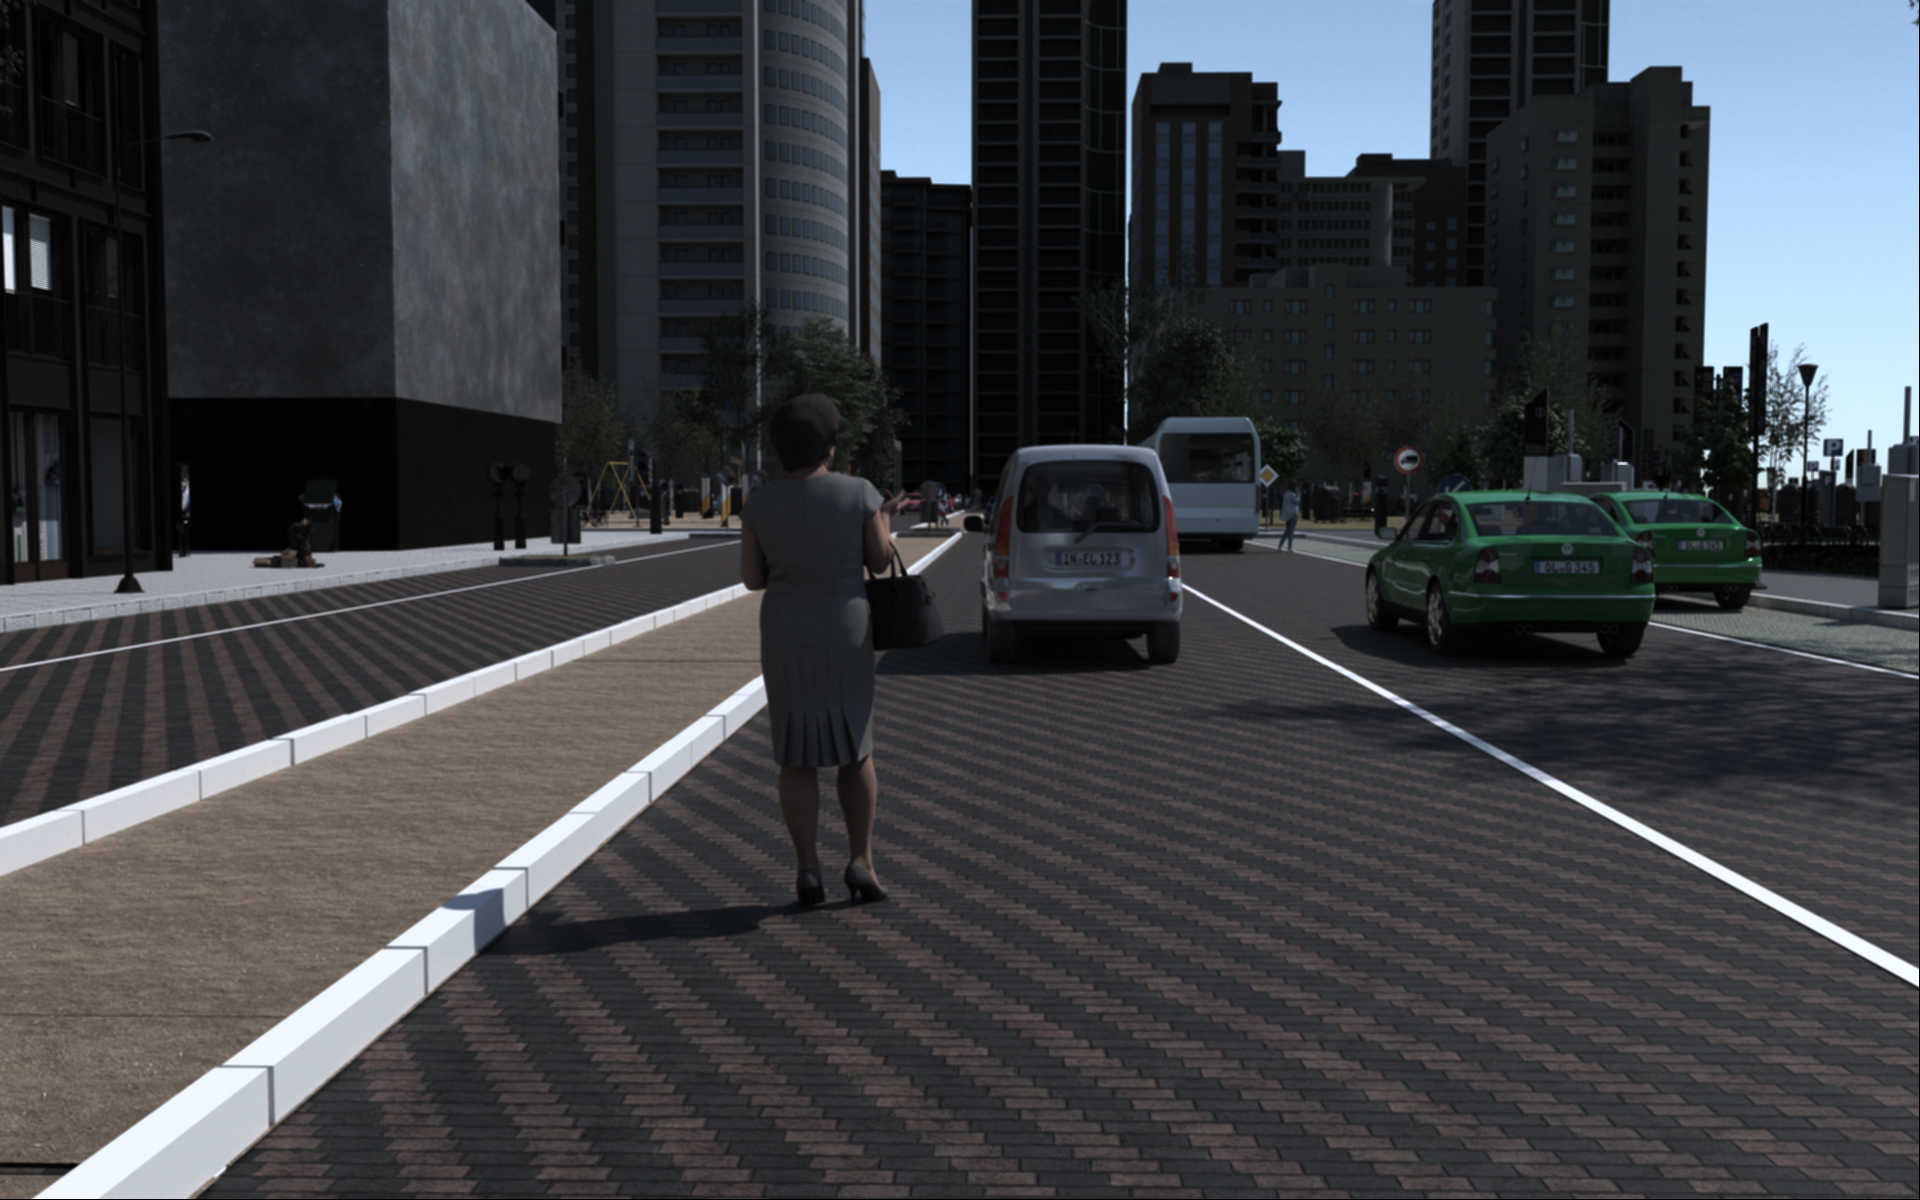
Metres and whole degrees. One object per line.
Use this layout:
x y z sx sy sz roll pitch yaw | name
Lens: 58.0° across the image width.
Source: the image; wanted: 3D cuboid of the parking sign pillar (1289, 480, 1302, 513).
22.809 -7.972 118.818 1.447 3.967 1.447 0 4 6 | parking sign pillar

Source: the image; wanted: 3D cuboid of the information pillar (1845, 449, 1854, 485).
46.362 -6.052 90.299 0.183 3.616 0.504 -1 4 -13 | information pillar

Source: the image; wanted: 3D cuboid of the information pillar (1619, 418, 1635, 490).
20.469 -3.787 53.280 0.183 3.616 0.504 -3 5 -41 | information pillar

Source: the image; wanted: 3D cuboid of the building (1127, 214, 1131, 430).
29.799 -33.535 231.895 14.086 41.232 14.154 0 4 2 | building

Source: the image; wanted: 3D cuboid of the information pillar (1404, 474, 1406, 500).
27.486 -7.045 106.537 0.183 3.616 0.504 -1 4 -19 | information pillar

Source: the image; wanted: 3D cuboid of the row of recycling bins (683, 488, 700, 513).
-18.809 -6.919 120.231 1.069 1.692 3.534 0 4 7 | row of recycling bins

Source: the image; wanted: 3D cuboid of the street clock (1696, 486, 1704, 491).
41.015 -5.594 96.025 0.471 2.002 0.358 1 4 15 | street clock

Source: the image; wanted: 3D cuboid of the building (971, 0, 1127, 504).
12.061 -48.698 234.463 20.611 71.187 20.563 0 4 2 | building

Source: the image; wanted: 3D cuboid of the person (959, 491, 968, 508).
0.395 -10.391 178.909 1.217 1.766 0.721 3 5 41 | person

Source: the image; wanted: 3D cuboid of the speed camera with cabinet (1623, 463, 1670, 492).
20.137 -3.505 51.641 2.038 3.252 0.660 -1 4 -16 | speed camera with cabinet

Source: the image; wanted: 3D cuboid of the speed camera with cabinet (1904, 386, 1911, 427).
17.770 -2.259 31.277 0.660 3.252 2.038 -1 4 -16 | speed camera with cabinet

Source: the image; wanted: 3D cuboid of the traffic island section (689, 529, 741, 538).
-7.762 -2.161 57.616 2.009 0.180 2.903 0 4 2 | traffic island section

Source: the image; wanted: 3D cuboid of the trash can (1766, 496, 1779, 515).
50.472 -5.871 107.646 0.748 1.137 0.748 0 3 0 | trash can

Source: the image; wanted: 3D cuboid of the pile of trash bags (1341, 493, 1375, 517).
21.255 -5.220 95.100 3.447 1.369 1.912 -2 4 -27 | pile of trash bags

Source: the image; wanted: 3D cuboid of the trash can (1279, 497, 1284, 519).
16.017 -4.485 84.985 0.748 1.137 0.748 0 3 0 | trash can

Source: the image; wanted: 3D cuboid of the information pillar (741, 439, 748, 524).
-9.151 -5.030 73.598 0.183 3.616 0.504 -2 4 -26 | information pillar

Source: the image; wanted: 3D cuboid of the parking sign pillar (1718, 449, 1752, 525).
32.544 -5.143 72.567 1.447 3.967 1.447 -1 4 -12 | parking sign pillar

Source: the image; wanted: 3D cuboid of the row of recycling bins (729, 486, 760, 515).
-13.074 -6.085 106.602 1.069 1.692 3.534 2 4 33 | row of recycling bins

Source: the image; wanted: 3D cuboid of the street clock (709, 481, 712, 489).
-13.974 -5.594 96.031 0.471 2.002 0.358 -1 4 -22 | street clock

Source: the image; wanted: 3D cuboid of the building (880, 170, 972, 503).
-12.638 -35.619 237.000 28.867 44.769 22.147 0 4 2 | building

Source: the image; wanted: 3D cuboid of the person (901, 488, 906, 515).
-3.910 -6.718 118.149 0.447 1.846 0.655 0 4 8 | person

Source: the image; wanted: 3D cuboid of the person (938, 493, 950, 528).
-0.712 -3.866 71.976 0.793 1.790 0.793 2 4 28 | person

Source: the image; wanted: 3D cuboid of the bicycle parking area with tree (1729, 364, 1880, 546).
21.317 -3.168 38.798 8.231 4.147 9.016 0 4 7 | bicycle parking area with tree

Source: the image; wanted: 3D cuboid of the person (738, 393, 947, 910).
-0.402 0.169 6.093 0.716 1.782 0.532 0 4 3 | person

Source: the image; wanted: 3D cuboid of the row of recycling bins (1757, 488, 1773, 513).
55.787 -6.924 120.316 1.069 1.692 3.534 0 4 -2 | row of recycling bins

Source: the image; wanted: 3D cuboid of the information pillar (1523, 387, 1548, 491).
12.625 -2.851 37.972 0.504 3.616 0.183 1 4 23 | information pillar

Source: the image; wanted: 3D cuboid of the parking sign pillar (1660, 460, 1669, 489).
55.058 -9.028 136.077 1.447 3.967 1.447 -2 4 -24 | parking sign pillar

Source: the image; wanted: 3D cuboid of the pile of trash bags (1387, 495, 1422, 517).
26.192 -5.463 99.070 3.447 1.369 1.912 0 4 -2 | pile of trash bags

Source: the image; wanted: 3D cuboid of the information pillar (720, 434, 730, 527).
-9.170 -4.668 67.680 0.183 3.616 0.504 2 4 31 | information pillar

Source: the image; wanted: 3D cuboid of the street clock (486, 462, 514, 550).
-10.514 -2.133 39.451 0.471 2.002 0.358 -2 4 -32 | street clock

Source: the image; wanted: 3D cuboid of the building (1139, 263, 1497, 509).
31.358 -19.236 159.555 27.650 21.520 28.899 0 4 2 | building

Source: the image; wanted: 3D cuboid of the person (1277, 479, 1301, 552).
8.098 -2.071 42.631 0.793 1.790 0.793 3 5 43 | person

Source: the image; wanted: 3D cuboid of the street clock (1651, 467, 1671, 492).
18.903 -2.578 46.728 0.471 2.002 0.358 -1 4 -21 | street clock

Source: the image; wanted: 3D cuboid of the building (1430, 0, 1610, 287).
75.626 -48.586 232.634 20.611 71.187 20.563 0 4 2 | building

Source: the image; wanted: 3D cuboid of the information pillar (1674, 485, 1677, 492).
57.255 -8.221 138.897 0.304 2.012 0.304 -2 4 -25 | information pillar

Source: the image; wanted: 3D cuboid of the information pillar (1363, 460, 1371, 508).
27.191 -7.606 115.708 0.504 3.616 0.183 2 4 23 | information pillar

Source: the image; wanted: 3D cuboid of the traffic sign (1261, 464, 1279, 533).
10.097 -3.264 57.006 0.795 2.450 0.064 0 4 2 | traffic sign

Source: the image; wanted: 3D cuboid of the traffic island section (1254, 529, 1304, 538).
10.121 -2.129 57.082 2.009 0.180 2.903 0 4 2 | traffic island section

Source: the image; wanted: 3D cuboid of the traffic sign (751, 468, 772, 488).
-7.502 -3.785 65.535 0.795 2.450 0.064 0 4 2 | traffic sign

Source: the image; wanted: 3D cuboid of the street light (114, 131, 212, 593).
-10.272 -3.046 22.342 1.470 5.913 1.316 0 4 2 | street light

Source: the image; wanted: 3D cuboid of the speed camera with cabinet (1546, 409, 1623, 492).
14.616 -2.840 40.770 2.038 3.252 0.660 -2 4 -35 | speed camera with cabinet

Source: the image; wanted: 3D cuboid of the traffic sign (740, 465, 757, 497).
-9.233 -4.623 75.689 0.768 2.556 0.104 0 4 6 | traffic sign

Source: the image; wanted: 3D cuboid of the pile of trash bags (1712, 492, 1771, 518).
42.196 -5.164 94.190 3.447 1.369 1.912 1 4 21 | pile of trash bags

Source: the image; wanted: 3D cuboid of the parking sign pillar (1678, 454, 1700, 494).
45.935 -7.379 109.126 1.447 3.967 1.447 -3 5 -43 | parking sign pillar

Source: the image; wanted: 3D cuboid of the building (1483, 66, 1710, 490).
74.305 -35.331 201.363 21.600 48.544 21.300 0 4 2 | building

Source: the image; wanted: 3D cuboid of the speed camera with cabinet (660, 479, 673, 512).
-18.529 -6.792 105.392 2.038 3.252 0.660 1 4 10 | speed camera with cabinet

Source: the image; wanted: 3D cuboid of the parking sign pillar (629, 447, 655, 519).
-16.591 -6.235 90.413 1.447 3.967 1.447 -1 4 -19 | parking sign pillar

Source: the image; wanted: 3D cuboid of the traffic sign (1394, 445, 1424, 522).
11.660 -2.748 45.043 0.768 2.556 0.104 1 4 9 | traffic sign

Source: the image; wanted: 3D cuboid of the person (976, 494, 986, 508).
2.095 -10.197 176.006 1.217 1.735 0.721 0 4 6 | person

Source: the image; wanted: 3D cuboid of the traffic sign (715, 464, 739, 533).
-7.738 -3.297 57.553 0.795 2.450 0.064 0 4 2 | traffic sign

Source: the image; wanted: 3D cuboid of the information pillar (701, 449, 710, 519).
-13.146 -5.998 89.421 0.504 3.616 0.183 2 4 35 | information pillar

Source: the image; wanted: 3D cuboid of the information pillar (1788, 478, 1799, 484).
36.992 -4.430 76.919 0.304 2.012 0.304 -1 4 -22 | information pillar

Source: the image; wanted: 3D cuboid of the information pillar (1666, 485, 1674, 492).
54.805 -7.916 133.925 0.304 2.012 0.304 3 5 43 | information pillar

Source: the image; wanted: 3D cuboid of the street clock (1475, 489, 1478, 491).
33.376 -6.588 112.284 0.471 2.002 0.358 2 4 28 | street clock

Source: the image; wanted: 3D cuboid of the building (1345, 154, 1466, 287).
58.132 -35.510 230.694 14.200 45.320 14.600 0 4 2 | building

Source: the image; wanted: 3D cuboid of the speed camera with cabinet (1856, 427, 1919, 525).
28.766 -3.610 53.357 2.038 3.252 0.660 2 4 29 | speed camera with cabinet

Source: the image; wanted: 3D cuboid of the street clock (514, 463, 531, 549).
-10.319 -2.205 40.622 0.471 2.002 0.358 -3 5 -42 | street clock
